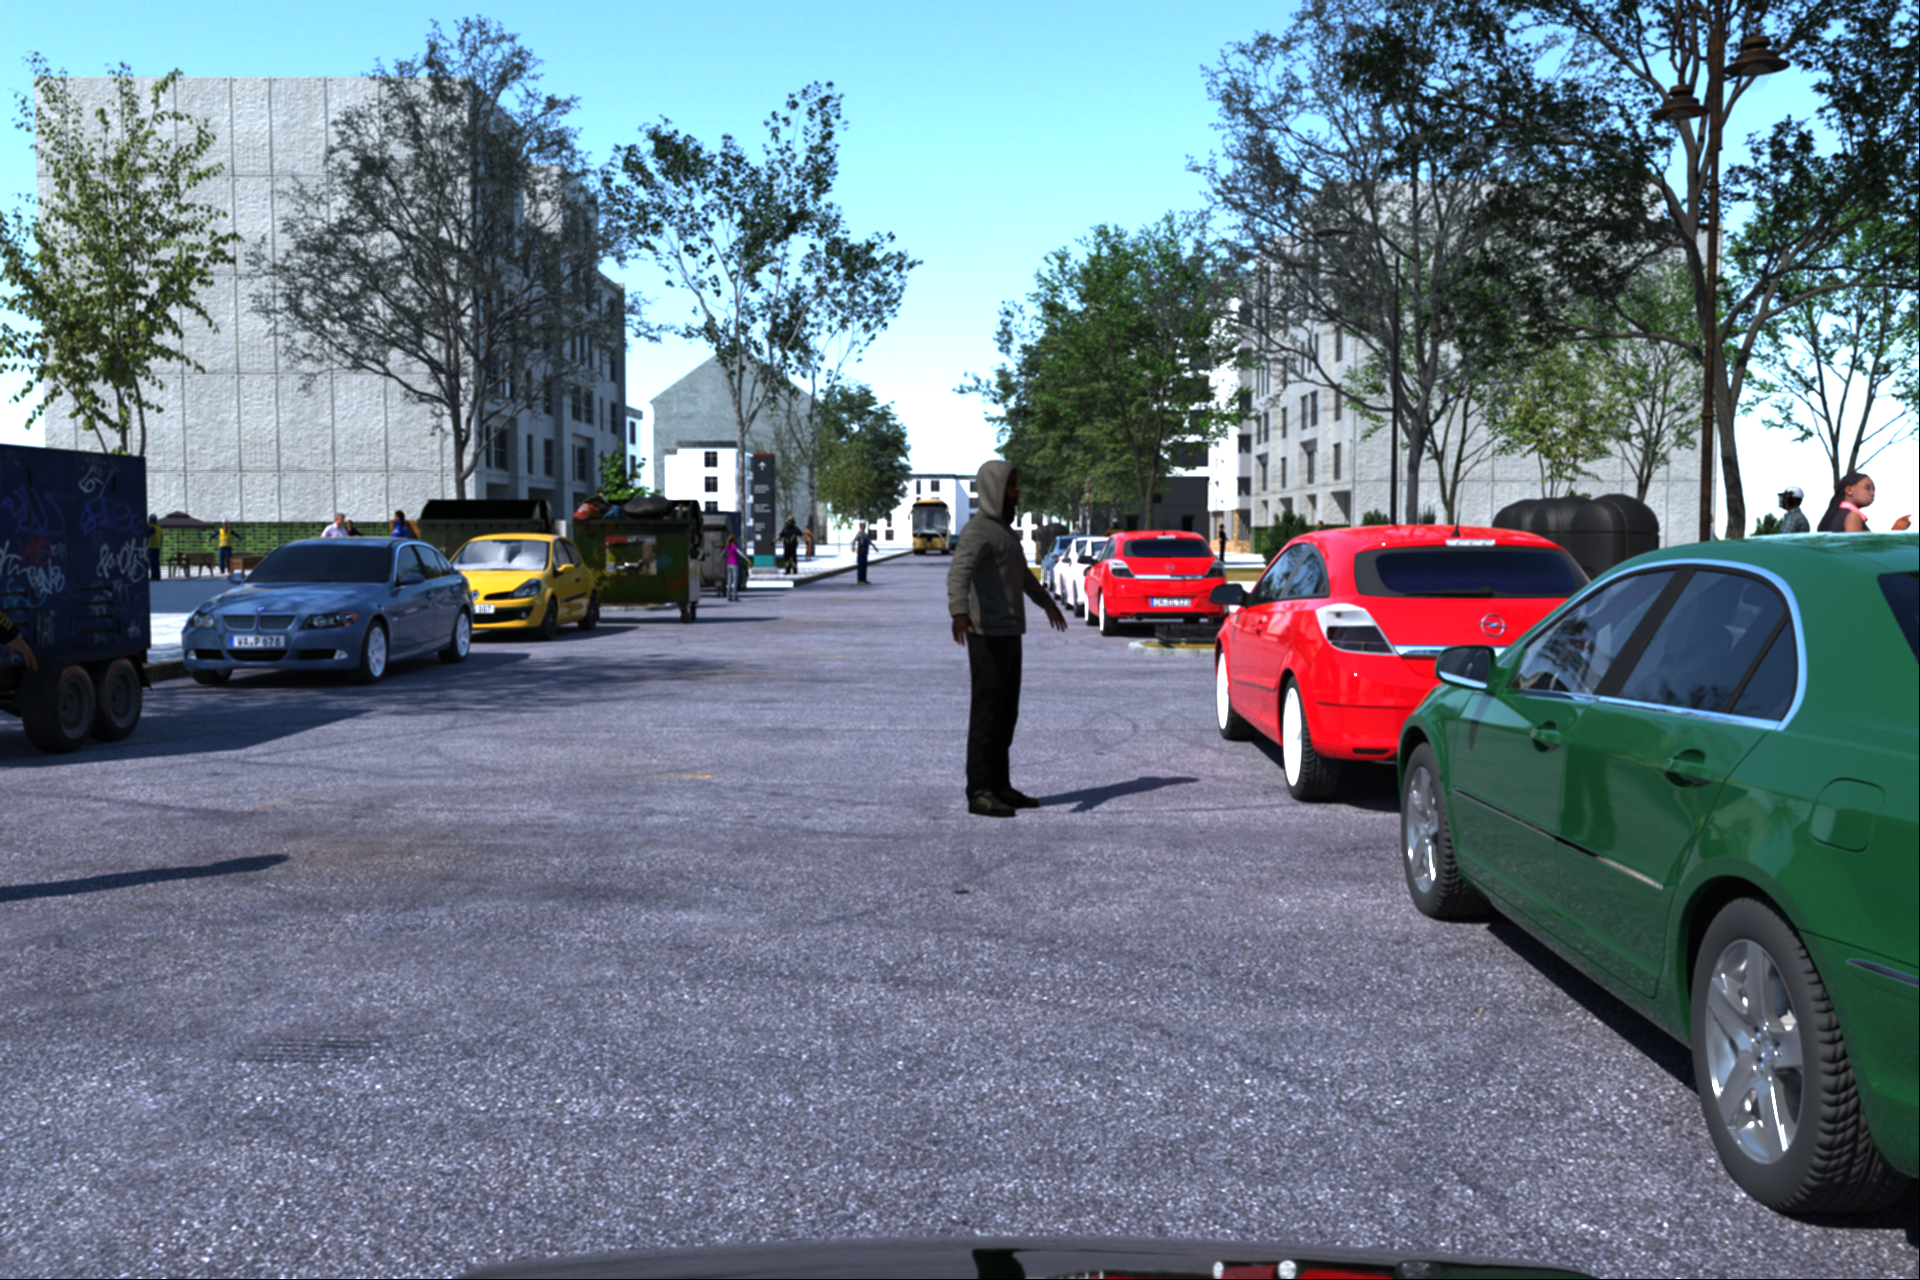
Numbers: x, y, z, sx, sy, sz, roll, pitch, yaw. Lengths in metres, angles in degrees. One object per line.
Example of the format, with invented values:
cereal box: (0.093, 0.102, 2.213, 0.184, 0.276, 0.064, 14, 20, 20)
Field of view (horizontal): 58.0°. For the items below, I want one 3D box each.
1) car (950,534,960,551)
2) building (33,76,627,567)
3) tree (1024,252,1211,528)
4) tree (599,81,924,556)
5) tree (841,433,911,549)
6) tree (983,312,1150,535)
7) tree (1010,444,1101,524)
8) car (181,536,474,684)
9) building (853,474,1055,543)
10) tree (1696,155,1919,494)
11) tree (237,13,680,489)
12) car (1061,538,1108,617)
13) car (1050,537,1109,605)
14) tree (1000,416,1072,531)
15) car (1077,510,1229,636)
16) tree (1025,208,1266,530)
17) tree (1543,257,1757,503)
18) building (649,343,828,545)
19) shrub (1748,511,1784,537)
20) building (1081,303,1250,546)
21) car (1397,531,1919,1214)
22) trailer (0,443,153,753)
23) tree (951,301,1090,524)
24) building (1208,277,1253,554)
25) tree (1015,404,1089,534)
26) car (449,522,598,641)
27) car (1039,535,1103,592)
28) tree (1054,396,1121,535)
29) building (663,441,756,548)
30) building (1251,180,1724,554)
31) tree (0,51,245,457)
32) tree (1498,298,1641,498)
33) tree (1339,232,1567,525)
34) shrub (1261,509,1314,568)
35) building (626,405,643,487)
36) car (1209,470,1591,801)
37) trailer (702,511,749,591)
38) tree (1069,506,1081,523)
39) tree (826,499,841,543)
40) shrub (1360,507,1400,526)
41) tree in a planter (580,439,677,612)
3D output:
car: (-0.510, -7.332, 131.669, 2.131, 1.459, 4.920, 0, 4, -1)
building: (-27.384, -13.248, 83.064, 16.747, 18.905, 31.486, 0, 3, 0)
tree: (6.290, -9.323, 70.559, 7.486, 12.596, 7.792, 0, 3, 0)
tree: (-7.721, -13.188, 71.518, 12.611, 20.169, 13.585, 0, 3, 0)
tree: (-7.819, -13.358, 152.811, 7.601, 10.594, 8.767, -1, 4, -16)
tree: (6.440, -11.678, 97.594, 9.857, 13.997, 8.962, 0, 3, 0)
tree: (7.191, -11.660, 125.061, 8.767, 10.594, 7.601, -1, 4, -20)
car: (-6.418, -0.371, 18.069, 2.014, 1.417, 4.499, 0, 4, 1)
building: (-0.764, -18.131, 241.052, 28.070, 9.664, 9.099, 0, 4, -1)
tree: (24.479, -7.466, 47.821, 9.928, 11.665, 9.643, 0, 3, 0)
tree: (-11.692, -7.969, 40.663, 12.009, 13.543, 11.850, 0, 3, 0)
car: (2.897, -1.155, 31.248, 2.083, 1.381, 4.827, 0, 3, 0)
car: (2.957, -1.458, 36.195, 2.083, 1.381, 4.827, 0, 3, 0)
tree: (6.823, -14.373, 153.132, 7.486, 12.596, 7.792, 0, 3, 0)
car: (2.858, -1.024, 25.778, 2.155, 1.783, 4.494, 0, 4, 0)
tree: (6.111, -8.011, 56.730, 9.928, 11.665, 9.643, 0, 3, 0)
tree: (25.547, -8.486, 64.497, 9.928, 11.665, 9.643, 0, 3, 0)
building: (-25.798, -22.984, 206.722, 19.493, 23.208, 18.063, 0, 4, 0)
shrub: (25.976, -3.124, 55.503, 1.690, 2.028, 1.600, 0, 3, 0)
building: (25.671, -19.909, 169.483, 27.936, 21.610, 32.646, 0, 4, 1)
car: (2.616, 0.411, 5.071, 2.131, 1.459, 4.920, 0, 4, 1)
trailer: (-6.516, -0.237, 10.926, 1.471, 1.999, 3.904, 0, 4, 1)
tree: (6.092, -17.454, 141.269, 12.611, 20.169, 13.585, 0, 3, 0)
building: (23.286, -16.467, 125.657, 16.016, 20.090, 11.380, 0, 4, 0)
tree: (7.230, -11.462, 113.152, 9.928, 11.665, 9.643, 0, 3, 0)
car: (-6.326, -0.874, 24.522, 2.015, 1.641, 3.980, 0, 4, 0)
car: (3.055, -1.985, 44.465, 2.014, 1.417, 4.499, 0, 4, -1)
tree: (6.469, -8.410, 87.861, 4.360, 8.622, 3.978, 0, 3, 0)
building: (-24.524, -13.942, 170.099, 9.099, 9.664, 28.070, 0, 4, 1)
building: (26.835, -14.000, 95.351, 16.747, 18.905, 31.486, 0, 4, 1)
tree: (-12.911, -4.640, 26.231, 4.737, 8.622, 4.395, 0, 3, 0)
tree: (17.705, -6.185, 51.495, 4.737, 8.622, 4.395, 0, 3, 0)
tree: (16.966, -8.213, 60.043, 9.928, 11.665, 9.643, 0, 3, 0)
shrub: (9.604, -2.838, 50.442, 1.661, 2.075, 1.752, 0, 3, 0)
building: (-26.131, -10.766, 118.170, 9.099, 9.664, 28.070, 0, 4, 1)
car: (2.691, -0.106, 10.773, 2.155, 1.783, 4.494, 0, 4, 1)
trailer: (-6.189, -2.207, 43.127, 1.471, 1.999, 3.904, 0, 4, 1)
tree: (15.970, -17.843, 242.097, 4.737, 8.622, 4.395, 0, 3, 0)
tree: (-17.108, -17.775, 240.985, 4.360, 8.622, 3.978, 0, 3, 0)
shrub: (11.523, -2.679, 48.215, 1.690, 2.028, 1.600, 0, 3, 0)
tree in a planter: (-6.477, -2.183, 32.915, 1.991, 3.239, 1.994, 0, 4, 1)
